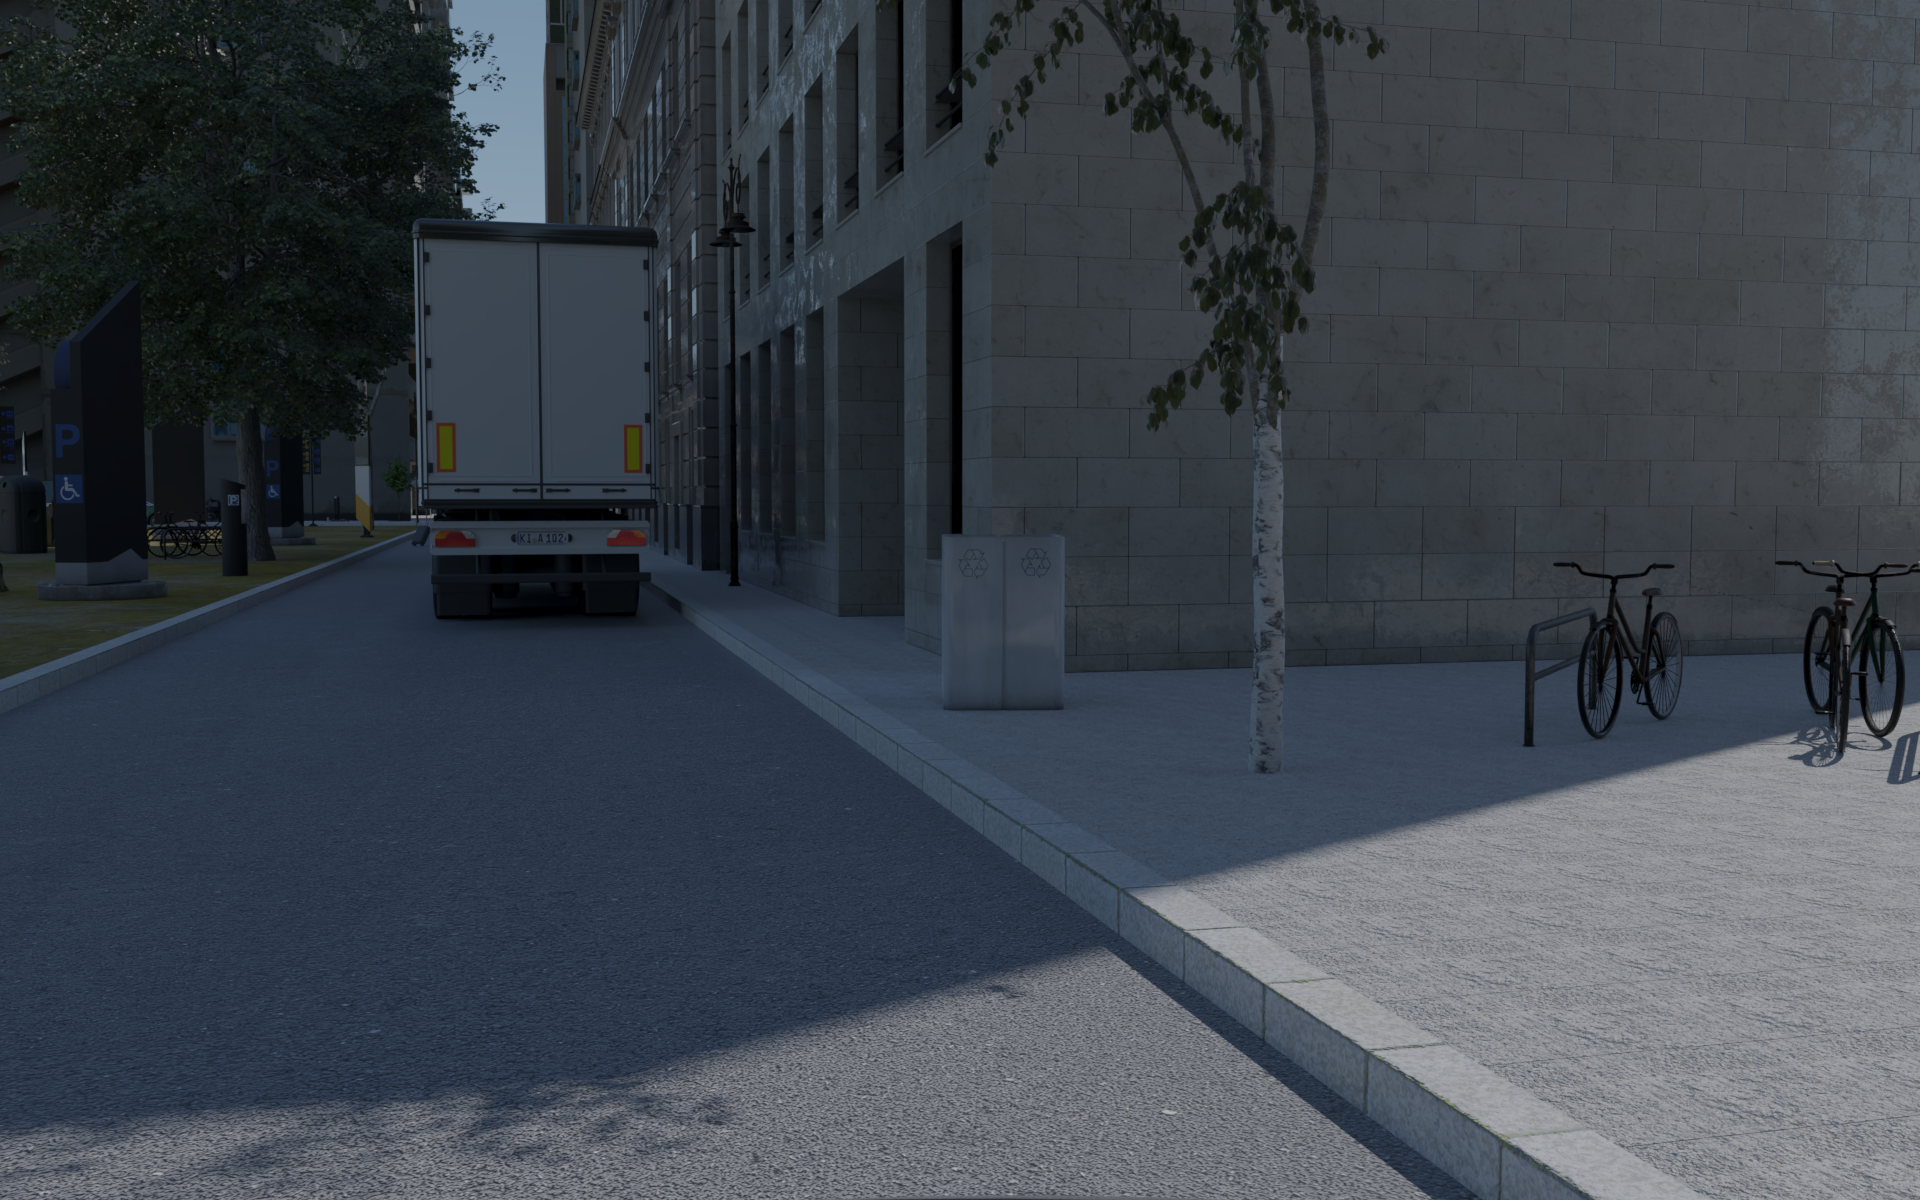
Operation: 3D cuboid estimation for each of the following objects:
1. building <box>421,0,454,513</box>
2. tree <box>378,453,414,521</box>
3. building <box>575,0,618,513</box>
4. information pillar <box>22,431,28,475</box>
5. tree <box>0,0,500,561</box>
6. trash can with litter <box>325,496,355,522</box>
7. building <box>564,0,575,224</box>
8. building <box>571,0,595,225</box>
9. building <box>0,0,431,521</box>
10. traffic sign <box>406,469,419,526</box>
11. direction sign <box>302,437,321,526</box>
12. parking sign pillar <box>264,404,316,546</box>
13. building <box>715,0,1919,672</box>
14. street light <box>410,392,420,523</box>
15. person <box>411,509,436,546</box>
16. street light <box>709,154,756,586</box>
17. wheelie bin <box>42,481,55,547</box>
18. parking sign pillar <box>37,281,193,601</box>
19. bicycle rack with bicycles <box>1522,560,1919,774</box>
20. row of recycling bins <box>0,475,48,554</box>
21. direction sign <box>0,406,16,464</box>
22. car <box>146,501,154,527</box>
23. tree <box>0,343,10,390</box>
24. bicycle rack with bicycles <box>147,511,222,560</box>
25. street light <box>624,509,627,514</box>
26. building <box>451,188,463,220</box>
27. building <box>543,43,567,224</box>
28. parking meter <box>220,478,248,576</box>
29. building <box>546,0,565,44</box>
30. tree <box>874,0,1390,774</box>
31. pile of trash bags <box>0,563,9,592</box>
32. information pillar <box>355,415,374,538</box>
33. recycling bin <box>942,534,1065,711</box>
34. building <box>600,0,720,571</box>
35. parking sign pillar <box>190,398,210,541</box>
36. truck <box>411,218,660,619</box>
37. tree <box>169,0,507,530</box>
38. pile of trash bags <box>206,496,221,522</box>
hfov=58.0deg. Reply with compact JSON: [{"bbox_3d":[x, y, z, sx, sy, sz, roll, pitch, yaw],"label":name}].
[{"bbox_3d":[-47.557,-30.780,122.861,23.786,49.044,30.456,-1,4,-14],"label":"building"},{"bbox_3d":[-26.263,-5.312,81.450,1.663,3.219,1.824,0,3,0],"label":"tree"},{"bbox_3d":[-8.116,-12.114,62.694,10.561,19.102,19.286,-1,4,-14],"label":"building"},{"bbox_3d":[-34.695,-4.462,64.308,0.183,3.616,0.504,-2,4,-35],"label":"information pillar"},{"bbox_3d":[-13.524,-7.715,32.801,9.857,13.997,8.962,0,3,0],"label":"tree"},{"bbox_3d":[-29.063,-4.260,80.708,1.678,1.210,2.233,-2,4,-32],"label":"trash can with litter"},{"bbox_3d":[-22.605,-27.377,131.210,14.154,41.232,14.086,-1,4,-14],"label":"building"},{"bbox_3d":[-9.782,-28.678,92.590,21.600,48.544,21.300,-1,4,-14],"label":"building"},{"bbox_3d":[-39.531,-28.512,89.867,21.300,48.544,21.600,-1,4,-14],"label":"building"},{"bbox_3d":[-21.810,-4.027,69.480,0.795,2.450,0.064,-1,4,-14],"label":"traffic sign"},{"bbox_3d":[-25.690,-4.690,68.685,0.876,3.537,0.379,1,4,21],"label":"direction sign"},{"bbox_3d":[-17.015,-3.370,43.580,1.447,3.967,1.447,0,4,3],"label":"parking sign pillar"},{"bbox_3d":[3.164,-10.171,21.053,10.420,20.320,16.860,-1,4,-14],"label":"building"},{"bbox_3d":[-24.261,-6.391,77.276,0.468,5.910,1.993,-1,4,-14],"label":"street light"},{"bbox_3d":[-14.637,-2.416,48.227,0.699,1.804,1.509,2,4,35],"label":"person"},{"bbox_3d":[-3.143,-3.131,23.978,0.468,5.910,1.993,-1,4,-14],"label":"street light"},{"bbox_3d":[-22.013,-2.086,42.022,0.980,1.594,0.693,1,4,19],"label":"wheelie bin"},{"bbox_3d":[-10.607,-2.010,21.338,1.447,3.967,1.447,0,4,6],"label":"parking sign pillar"},{"bbox_3d":[4.289,0.258,9.169,2.852,0.926,2.925,2,4,31],"label":"bicycle rack with bicycles"},{"bbox_3d":[-21.040,-1.918,38.479,1.069,1.692,3.534,-3,4,-38],"label":"row of recycling bins"},{"bbox_3d":[-24.755,-3.212,44.515,0.876,3.537,0.379,-2,4,-34],"label":"direction sign"},{"bbox_3d":[-33.689,-3.548,69.807,4.920,1.459,2.131,-1,4,-14],"label":"car"},{"bbox_3d":[-30.155,-6.128,50.548,4.360,8.622,3.978,0,3,0],"label":"tree"},{"bbox_3d":[-15.513,-1.322,34.997,2.925,0.926,2.852,-2,4,-34],"label":"bicycle rack with bicycles"},{"bbox_3d":[-9.237,-4.573,47.550,0.468,5.910,1.993,-1,4,-14],"label":"street light"},{"bbox_3d":[-51.823,-23.462,155.313,14.160,30.474,14.107,-1,4,-14],"label":"building"},{"bbox_3d":[-33.739,-31.881,171.371,14.600,45.320,14.200,-1,4,-14],"label":"building"},{"bbox_3d":[-11.368,-1.145,27.124,0.372,1.533,0.369,0,3,0],"label":"parking meter"},{"bbox_3d":[-46.998,-49.276,243.917,20.611,71.187,20.563,-1,4,-14],"label":"building"},{"bbox_3d":[1.180,-3.509,7.740,4.360,8.622,3.978,0,3,0],"label":"tree"},{"bbox_3d":[-13.026,-0.701,21.219,1.912,1.369,3.447,-1,4,-15],"label":"pile of trash bags"},{"bbox_3d":[-17.630,-3.659,51.181,0.504,3.616,0.183,1,4,17],"label":"information pillar"},{"bbox_3d":[0.254,0.120,10.596,0.722,1.027,0.722,0,4,-1],"label":"recycling bin"},{"bbox_3d":[-1.857,-14.918,41.174,12.463,27.353,25.104,-1,4,-14],"label":"building"},{"bbox_3d":[-21.383,-3.605,47.419,1.447,3.967,1.447,-1,4,-23],"label":"parking sign pillar"},{"bbox_3d":[-5.819,-2.105,23.335,2.839,4.237,11.283,-1,4,-15],"label":"truck"},{"bbox_3d":[-21.798,-12.469,59.750,12.611,20.169,13.585,0,3,0],"label":"tree"},{"bbox_3d":[-34.530,-4.316,80.315,3.447,1.369,1.912,0,4,8],"label":"pile of trash bags"}]
